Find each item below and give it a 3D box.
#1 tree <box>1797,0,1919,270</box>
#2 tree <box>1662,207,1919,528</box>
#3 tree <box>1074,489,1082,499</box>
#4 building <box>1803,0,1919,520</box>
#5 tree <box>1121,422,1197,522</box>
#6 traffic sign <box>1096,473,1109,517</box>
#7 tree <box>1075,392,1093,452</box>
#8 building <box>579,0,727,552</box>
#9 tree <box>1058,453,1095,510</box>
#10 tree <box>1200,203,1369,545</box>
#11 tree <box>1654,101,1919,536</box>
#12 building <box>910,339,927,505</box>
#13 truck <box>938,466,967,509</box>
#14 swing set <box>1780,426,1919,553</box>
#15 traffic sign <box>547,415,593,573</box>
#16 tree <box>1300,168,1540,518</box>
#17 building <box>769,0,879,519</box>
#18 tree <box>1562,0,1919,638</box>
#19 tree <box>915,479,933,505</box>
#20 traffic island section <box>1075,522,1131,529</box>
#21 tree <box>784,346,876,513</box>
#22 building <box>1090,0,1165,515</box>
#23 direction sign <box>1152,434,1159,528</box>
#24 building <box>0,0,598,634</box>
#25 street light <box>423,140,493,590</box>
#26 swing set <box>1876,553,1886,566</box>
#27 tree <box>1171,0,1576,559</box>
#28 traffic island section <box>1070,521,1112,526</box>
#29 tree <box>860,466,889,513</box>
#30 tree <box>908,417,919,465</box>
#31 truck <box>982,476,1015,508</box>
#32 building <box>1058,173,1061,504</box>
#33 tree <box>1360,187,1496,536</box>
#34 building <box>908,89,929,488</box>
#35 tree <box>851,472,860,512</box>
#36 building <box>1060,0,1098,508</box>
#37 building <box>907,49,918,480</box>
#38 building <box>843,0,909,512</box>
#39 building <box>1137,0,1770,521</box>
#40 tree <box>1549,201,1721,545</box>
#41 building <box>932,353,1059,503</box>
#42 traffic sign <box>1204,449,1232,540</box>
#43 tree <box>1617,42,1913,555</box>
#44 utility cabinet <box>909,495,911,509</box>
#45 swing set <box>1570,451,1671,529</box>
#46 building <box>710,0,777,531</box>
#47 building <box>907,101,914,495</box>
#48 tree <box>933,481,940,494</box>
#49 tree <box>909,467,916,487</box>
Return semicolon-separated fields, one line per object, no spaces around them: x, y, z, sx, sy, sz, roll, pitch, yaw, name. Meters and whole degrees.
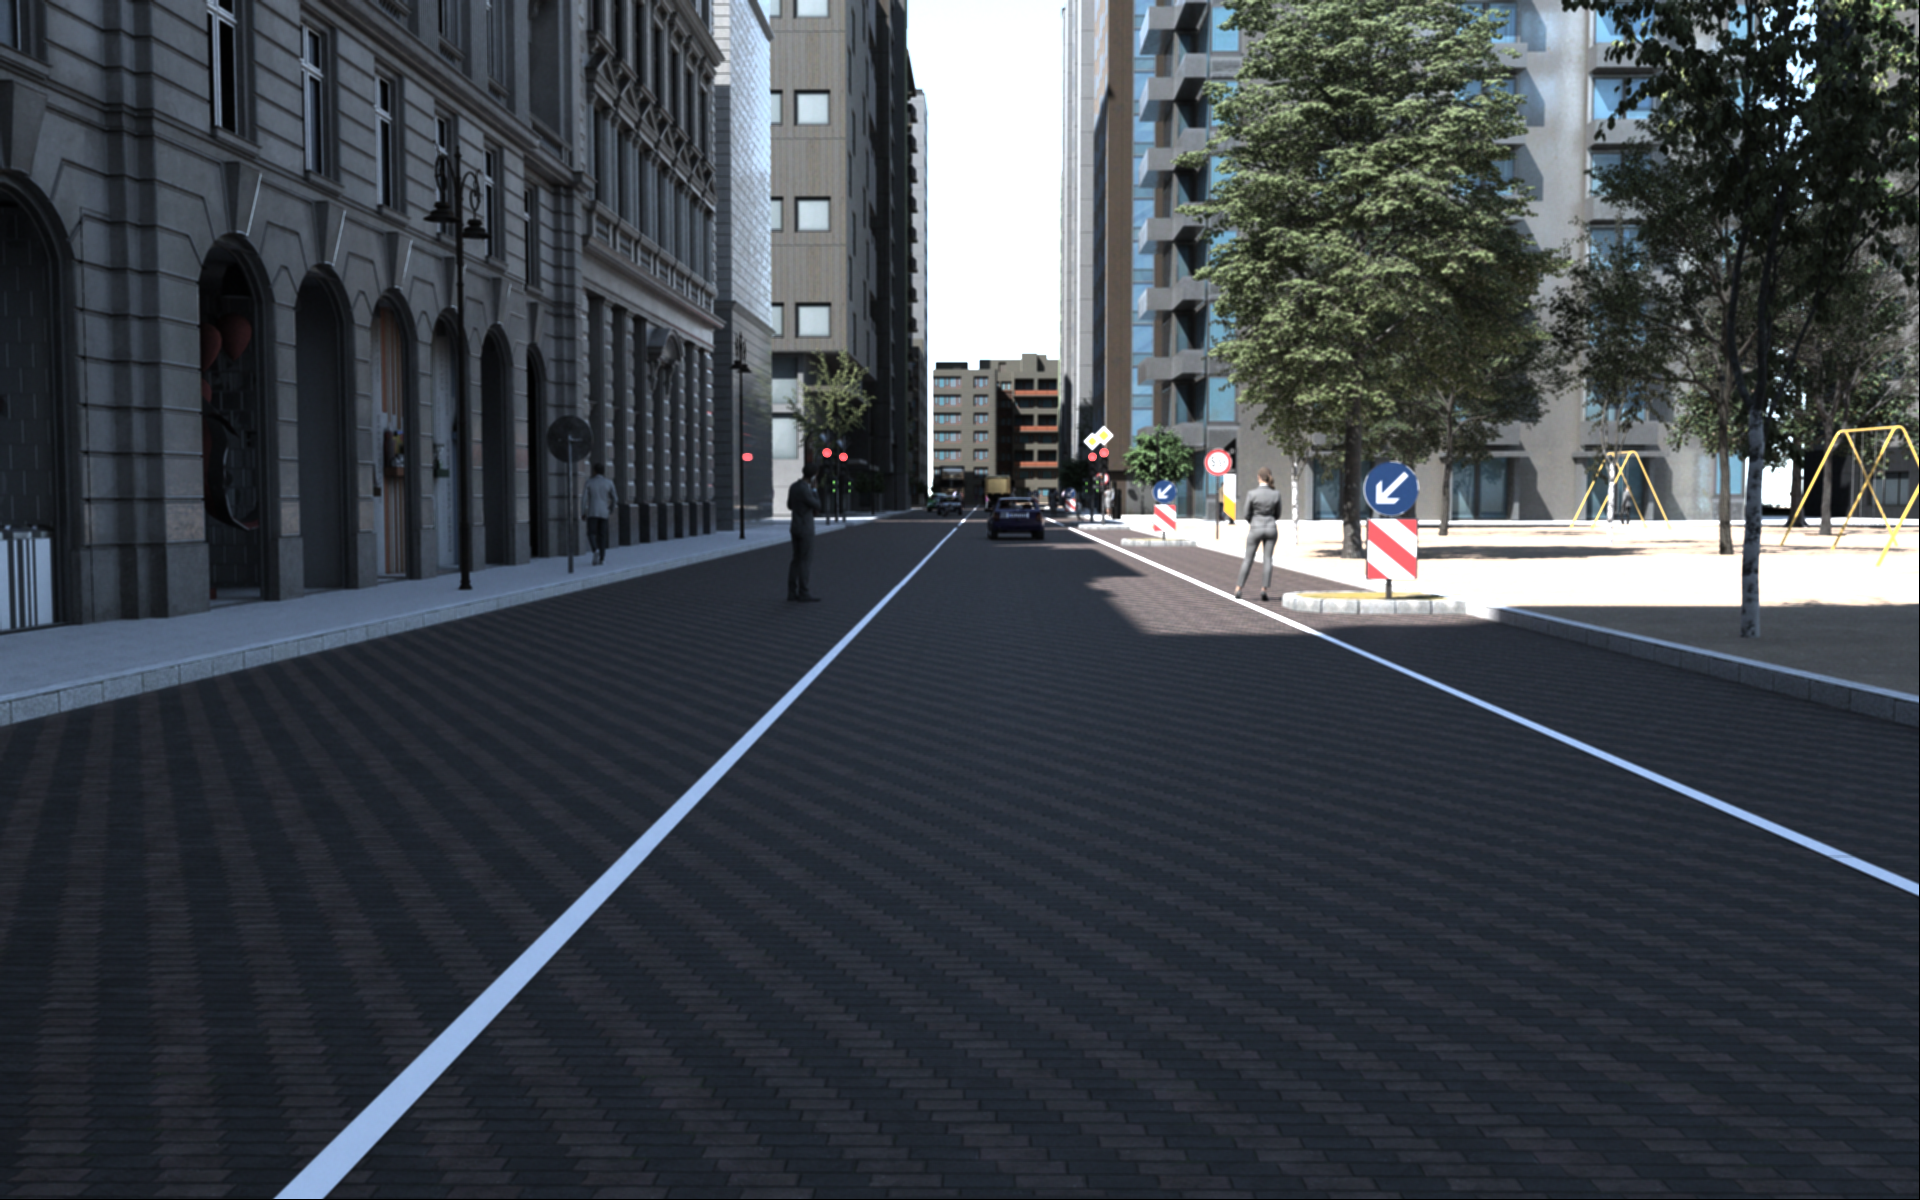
14.909;-5.876;21.831;9.928;11.665;9.643;0;3;0;tree
31.864;-9.105;65.882;9.611;12.733;9.660;0;3;0;tree
9.816;-9.307;146.773;1.663;3.219;1.824;0;3;0;tree
58.188;-39.655;86.607;20.611;71.187;20.563;0;4;1;building
9.042;-5.811;78.718;4.285;4.588;4.351;0;3;0;tree
8.089;-6.017;98.479;0.768;2.556;0.104;1;4;9;traffic sign
10.187;-10.586;123.438;4.737;8.622;4.395;0;3;0;tree
-12.877;-13.310;46.497;11.050;23.489;19.941;0;4;1;building
9.196;-9.368;136.877;4.285;4.588;4.351;0;3;0;tree
8.265;-5.669;43.043;4.360;8.622;3.978;0;3;0;tree
26.801;-8.727;53.053;12.009;13.543;11.850;0;3;0;tree
-19.032;-22.750;216.993;28.899;21.520;27.650;0;4;1;building
-0.804;-11.369;174.788;2.839;4.237;11.283;0;4;0;truck
21.568;-2.656;41.042;2.862;2.851;3.119;0;4;3;swing set
-6.328;-1.711;28.085;0.768;2.556;0.104;0;4;5;traffic sign
16.865;-9.688;65.049;9.857;13.997;8.962;0;3;0;tree
-19.014;-31.331;101.494;28.713;52.752;27.495;0;4;1;building
7.326;-3.969;15.254;4.737;8.622;4.395;0;3;0;tree
-4.599;-12.682;201.956;1.663;3.219;1.824;0;3;0;tree
5.947;-3.018;71.623;2.009;0.180;2.903;0;4;1;traffic island section
-6.322;-8.257;85.368;4.737;8.622;4.395;0;3;0;tree
15.874;-28.170;110.687;14.600;45.320;14.200;0;4;1;building
7.427;-4.477;65.190;0.379;3.537;0.876;1;4;10;direction sign
-13.942;-11.170;24.430;13.314;21.916;24.055;0;4;1;building
-6.656;-3.079;23.134;0.468;5.910;1.993;0;4;1;street light
17.486;-1.933;29.224;2.862;2.851;3.119;1;4;9;swing set
7.873;-7.056;33.491;7.486;12.596;7.792;0;3;0;tree
6.083;-3.506;79.607;2.009;0.180;2.903;0;4;1;traffic island section
-5.519;-7.614;119.097;1.663;3.219;1.824;0;3;0;tree
-5.356;-11.793;143.182;4.737;8.622;4.395;0;3;0;tree
3.939;-11.256;179.959;3.469;3.379;9.791;0;4;2;truck
19.575;-32.893;221.400;14.154;41.232;14.086;0;4;1;building
15.103;-7.226;52.554;7.601;10.594;8.767;1;4;11;tree
-18.707;-43.262;249.334;28.212;58.520;21.231;0;4;1;building
-7.027;-7.836;122.715;1.663;3.219;1.824;0;3;0;tree
22.126;-40.182;198.971;21.231;58.520;28.212;0;4;1;building
-15.480;-31.453;168.884;22.147;44.769;28.867;0;4;1;building
-11.235;-27.331;130.453;14.154;41.232;14.086;0;4;1;building
24.712;-28.827;90.930;30.456;49.044;23.786;0;4;1;building
16.488;-5.675;43.153;4.360;8.622;3.978;0;3;0;tree
10.850;-24.971;253.319;28.899;21.520;27.650;0;4;1;building
7.223;-2.961;48.525;0.768;2.556;0.104;0;4;6;traffic sign
15.817;-6.229;36.254;7.601;10.594;8.767;1;4;9;tree
-4.321;-8.185;144.983;0.306;1.237;1.020;-1;4;-14;utility cabinet
24.574;-4.093;64.532;2.862;2.851;3.119;0;4;5;swing set
-22.499;-17.592;65.115;29.804;29.767;11.434;0;4;1;building
-12.446;-33.066;190.743;14.600;45.320;14.200;0;4;1;building
-3.226;-14.260;227.753;1.663;3.219;1.824;0;3;0;tree
-5.579;-10.128;149.304;4.285;4.588;4.351;0;3;0;tree
